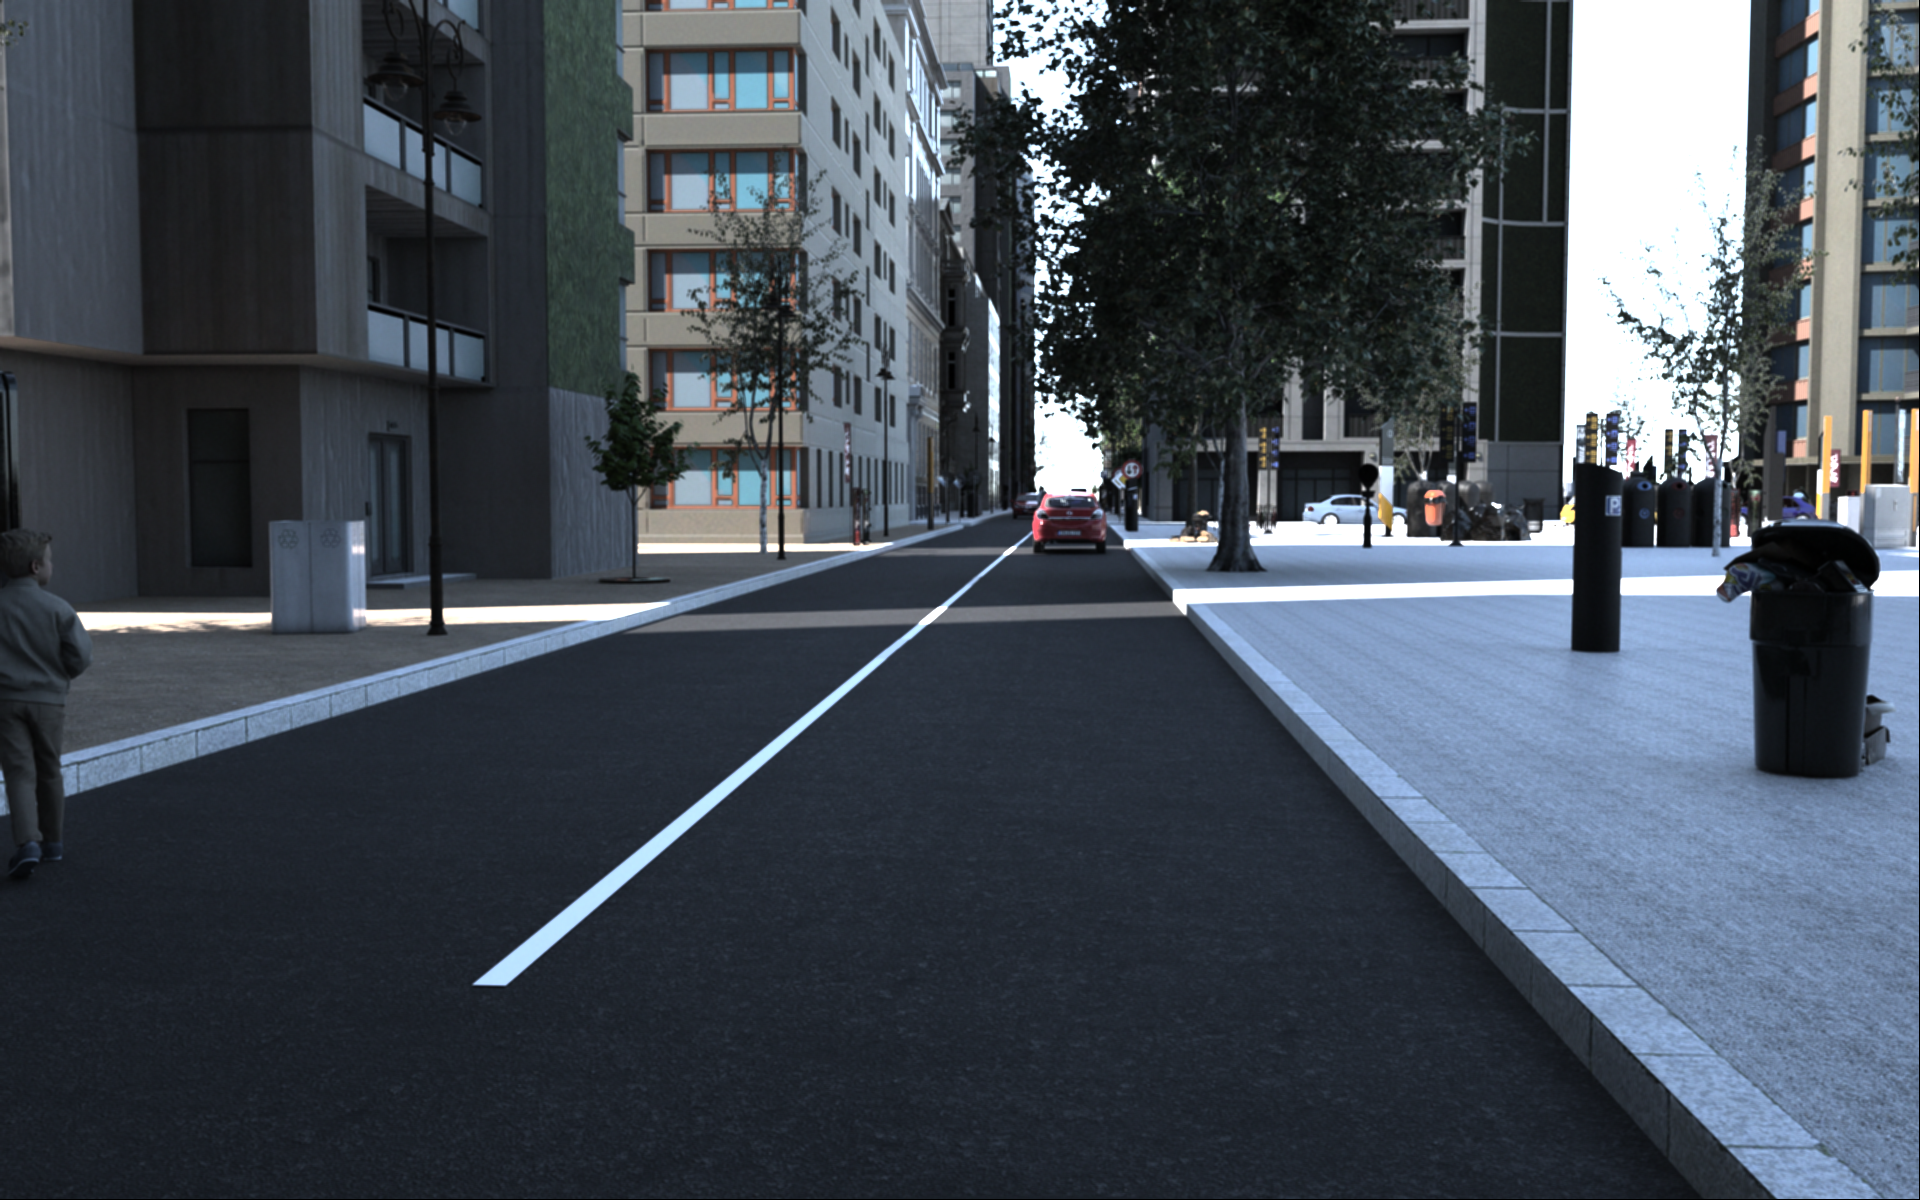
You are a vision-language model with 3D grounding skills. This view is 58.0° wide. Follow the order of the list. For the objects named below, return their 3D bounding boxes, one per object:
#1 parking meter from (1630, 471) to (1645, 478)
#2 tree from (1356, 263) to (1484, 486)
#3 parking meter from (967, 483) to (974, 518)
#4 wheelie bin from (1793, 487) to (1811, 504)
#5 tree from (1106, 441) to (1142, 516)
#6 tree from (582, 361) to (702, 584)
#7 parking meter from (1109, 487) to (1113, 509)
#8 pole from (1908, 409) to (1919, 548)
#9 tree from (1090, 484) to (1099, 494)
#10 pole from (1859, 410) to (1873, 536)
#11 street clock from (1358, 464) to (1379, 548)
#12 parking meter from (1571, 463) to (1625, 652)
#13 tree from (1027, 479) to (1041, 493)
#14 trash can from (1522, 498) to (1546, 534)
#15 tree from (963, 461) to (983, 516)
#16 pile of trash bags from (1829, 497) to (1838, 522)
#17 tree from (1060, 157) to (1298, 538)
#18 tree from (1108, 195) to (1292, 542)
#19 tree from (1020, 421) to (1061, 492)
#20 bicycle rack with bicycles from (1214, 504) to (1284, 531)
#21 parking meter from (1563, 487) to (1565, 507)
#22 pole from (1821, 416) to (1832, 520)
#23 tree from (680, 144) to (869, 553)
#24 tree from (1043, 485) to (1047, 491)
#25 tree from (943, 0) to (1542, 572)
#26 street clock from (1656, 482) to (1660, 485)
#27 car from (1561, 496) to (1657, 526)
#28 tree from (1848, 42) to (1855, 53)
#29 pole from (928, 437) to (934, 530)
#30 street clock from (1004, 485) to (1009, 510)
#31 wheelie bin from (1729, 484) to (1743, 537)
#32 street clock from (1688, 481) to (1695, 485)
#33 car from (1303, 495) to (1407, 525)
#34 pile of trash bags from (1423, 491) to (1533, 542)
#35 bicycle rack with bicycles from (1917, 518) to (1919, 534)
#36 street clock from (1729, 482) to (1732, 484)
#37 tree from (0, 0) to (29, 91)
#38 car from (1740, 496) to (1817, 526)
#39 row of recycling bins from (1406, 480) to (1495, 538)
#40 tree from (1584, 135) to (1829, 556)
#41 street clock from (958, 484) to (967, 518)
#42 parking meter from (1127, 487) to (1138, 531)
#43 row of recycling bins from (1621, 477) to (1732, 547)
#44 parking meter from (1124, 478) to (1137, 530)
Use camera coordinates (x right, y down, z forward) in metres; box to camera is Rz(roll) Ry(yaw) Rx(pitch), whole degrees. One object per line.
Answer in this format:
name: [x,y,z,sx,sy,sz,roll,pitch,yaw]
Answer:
parking meter: [16.781,-2.278,42.962,0.255,1.863,0.399,0,4,0]
tree: [14.964,-6.457,55.936,4.360,8.622,3.978,0,3,0]
parking meter: [0.577,-5.441,94.674,0.255,1.863,0.399,2,4,25]
wheelie bin: [37.059,-4.183,76.303,0.693,1.594,0.980,1,4,20]
tree: [10.185,-7.278,102.701,4.285,4.588,4.351,0,3,0]
tree: [-4.812,-1.861,25.026,1.663,3.219,1.824,0,3,0]
parking meter: [12.523,-8.479,144.345,0.399,1.863,0.255,1,4,12]
pole: [22.833,-2.911,41.444,0.158,3.312,0.155,0,3,0]
tree: [21.169,-17.002,272.591,1.663,3.219,1.824,0,3,0]
pole: [22.035,-2.953,42.132,0.158,3.312,0.155,0,3,0]
street clock: [9.728,-2.247,41.316,0.471,2.002,0.358,1,4,18]
parking meter: [5.212,-0.352,14.160,0.372,1.533,0.369,0,3,0]
tree: [8.846,-13.572,216.496,1.663,3.219,1.824,0,3,0]
trash can: [18.710,-2.743,56.497,0.748,1.137,0.748,0,3,0]
tree: [0.521,-6.532,101.394,1.663,3.219,1.824,0,3,0]
pile of trash bags: [33.076,-3.260,63.048,1.912,1.369,3.447,-1,4,-23]
tree: [6.952,-7.637,50.614,9.928,11.665,9.643,0,3,0]
tree: [5.799,-5.364,38.059,4.737,8.622,4.395,0,3,0]
tree: [9.080,-17.560,221.513,8.767,10.594,7.601,1,4,17]
bicycle rack with bicycles: [10.311,-2.950,61.611,2.852,0.926,2.925,2,4,23]
parking meter: [50.444,-8.516,144.946,0.255,1.863,0.399,2,4,29]
pole: [22.698,-3.152,45.386,0.158,3.312,0.155,0,3,0]
tree: [-4.176,-5.331,37.518,4.360,8.622,3.978,0,3,0]
tree: [13.273,-17.780,285.295,1.663,3.219,1.824,0,3,0]
tree: [4.570,-6.833,28.724,9.611,12.733,9.660,0,3,0]
street clock: [42.183,-6.125,104.715,0.358,2.002,0.471,2,4,26]
car: [27.039,-3.766,71.800,3.980,1.641,2.015,0,4,4]
tree: [11.828,-4.171,18.559,4.360,8.622,3.978,0,3,0]
pole: [-1.054,-4.179,62.174,0.158,3.312,0.155,0,3,0]
street clock: [3.662,-8.228,139.098,0.358,2.002,0.471,-3,5,-41]
wheelie bin: [23.095,-2.697,52.011,0.693,1.594,0.980,1,4,16]
street clock: [39.802,-5.496,94.433,0.471,2.002,0.358,1,4,21]
car: [16.629,-3.694,72.391,4.499,1.417,2.014,0,4,3]
pile of trash bags: [13.847,-2.279,47.021,3.447,1.369,1.912,-2,4,-35]
bicycle rack with bicycles: [30.115,-2.586,55.669,2.925,0.926,2.852,1,4,15]
street clock: [46.870,-6.150,105.119,0.471,2.002,0.358,1,4,11]
tree: [-10.368,-3.920,14.460,4.360,8.622,3.978,0,3,0]
car: [33.314,-3.629,71.907,3.894,1.354,1.945,0,4,5]
row of recycling bins: [14.801,-2.743,51.969,3.534,1.692,1.069,-2,4,-35]
tree: [15.417,-5.213,35.600,4.360,8.622,3.978,0,3,0]
street clock: [0.105,-5.519,94.813,0.471,2.002,0.358,1,4,15]
parking meter: [5.937,-3.129,59.574,0.372,1.533,0.369,0,3,0]
row of recycling bins: [16.850,-2.132,41.979,3.534,1.692,1.069,0,4,-3]
parking meter: [6.031,-3.391,61.154,0.399,1.863,0.255,-2,4,-24]
